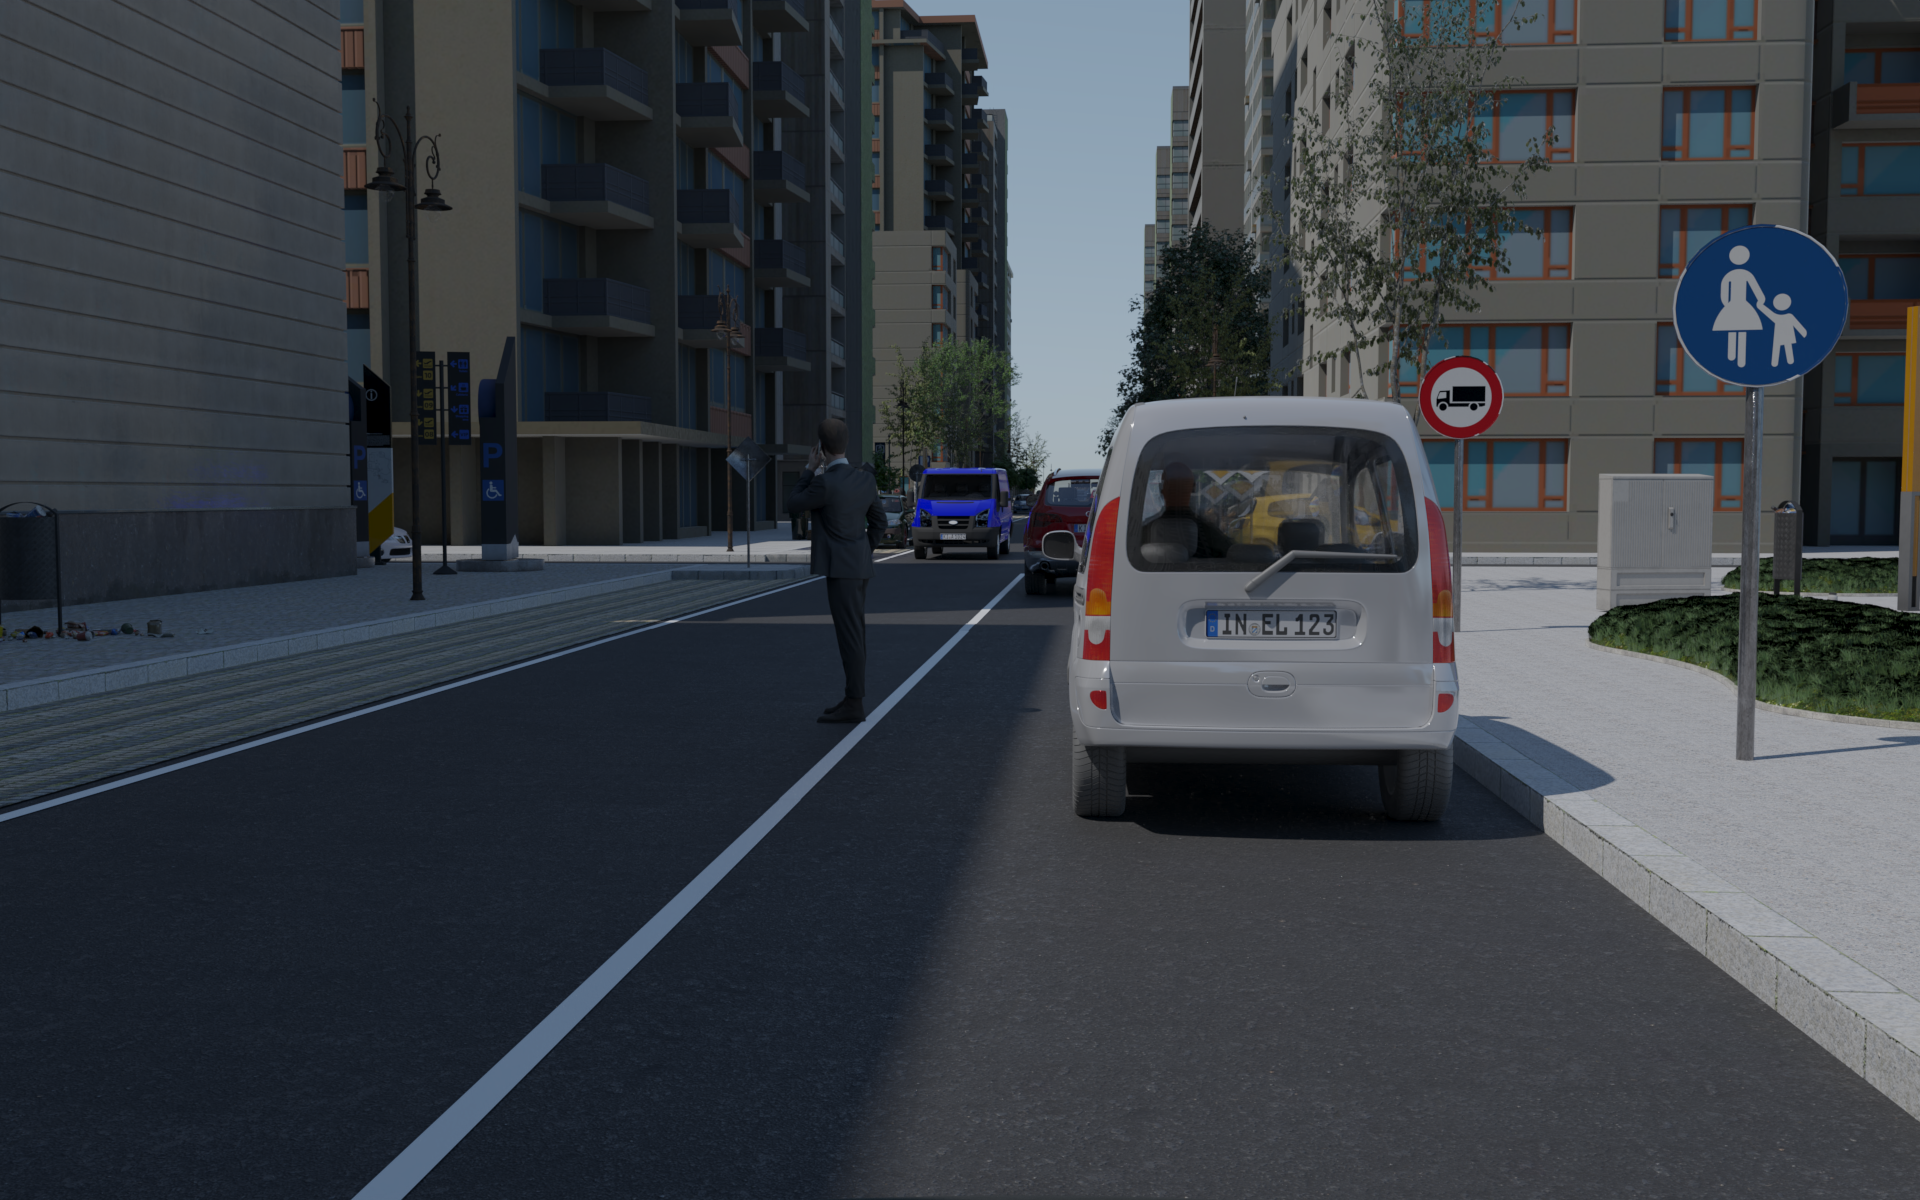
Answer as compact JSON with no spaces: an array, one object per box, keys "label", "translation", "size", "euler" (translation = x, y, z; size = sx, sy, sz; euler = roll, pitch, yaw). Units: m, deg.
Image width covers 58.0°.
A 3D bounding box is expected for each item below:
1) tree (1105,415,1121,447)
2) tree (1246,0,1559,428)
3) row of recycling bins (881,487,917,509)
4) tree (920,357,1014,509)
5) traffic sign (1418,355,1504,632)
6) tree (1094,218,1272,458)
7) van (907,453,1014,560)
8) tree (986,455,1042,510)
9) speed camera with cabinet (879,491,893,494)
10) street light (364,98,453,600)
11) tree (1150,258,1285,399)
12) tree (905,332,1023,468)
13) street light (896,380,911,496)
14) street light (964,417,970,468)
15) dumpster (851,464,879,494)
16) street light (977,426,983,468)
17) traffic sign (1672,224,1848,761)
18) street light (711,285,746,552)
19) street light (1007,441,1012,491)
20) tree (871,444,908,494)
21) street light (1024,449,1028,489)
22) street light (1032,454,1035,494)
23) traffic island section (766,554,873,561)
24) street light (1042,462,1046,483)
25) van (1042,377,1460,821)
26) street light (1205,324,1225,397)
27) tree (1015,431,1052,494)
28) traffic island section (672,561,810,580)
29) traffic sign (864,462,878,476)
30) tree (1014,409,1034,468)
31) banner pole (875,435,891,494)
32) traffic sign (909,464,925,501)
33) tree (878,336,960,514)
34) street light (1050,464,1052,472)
[{"label":"tree","translation":[20.058,-16.507,195.640],"size":[9.928,11.665,9.643],"euler":[0,3,0]},{"label":"tree","translation":[5.737,-4.404,22.370],"size":[4.360,8.622,3.978],"euler":[0,3,0]},{"label":"row of recycling bins","translation":[-4.210,-6.120,107.167],"size":[3.534,1.692,1.069],"euler":[1,4,15]},{"label":"tree","translation":[-0.155,-8.737,93.209],"size":[4.360,8.622,3.978],"euler":[0,3,0]},{"label":"traffic sign","translation":[4.609,-0.973,16.015],"size":[0.768,2.556,0.104],"euler":[0,4,5]},{"label":"tree","translation":[10.393,-9.484,72.077],"size":[9.611,12.733,9.660],"euler":[0,3,0]},{"label":"van","translation":[0.101,-2.163,39.747],"size":[2.240,2.365,5.245],"euler":[0,4,6]},{"label":"tree","translation":[3.542,-9.585,140.429],"size":[4.285,4.588,4.351],"euler":[0,3,0]},{"label":"speed camera with cabinet","translation":[-4.685,-7.106,110.525],"size":[0.660,3.252,2.038],"euler":[2,4,32]},{"label":"street light","translation":[-6.563,-2.935,20.779],"size":[0.468,5.910,1.993],"euler":[0,4,5]},{"label":"tree","translation":[8.132,-6.410,55.164],"size":[4.737,8.622,4.395],"euler":[0,3,0]},{"label":"tree","translation":[0.088,-11.286,110.287],"size":[9.928,11.665,9.643],"euler":[0,3,0]},{"label":"street light","translation":[-2.295,-5.963,70.289],"size":[0.468,5.910,1.993],"euler":[0,4,5]},{"label":"street light","translation":[0.385,-7.915,102.196],"size":[0.468,5.910,1.993],"euler":[0,4,5]},{"label":"dumpster","translation":[-3.524,-3.313,56.655],"size":[1.502,2.255,1.985],"euler":[0,4,5]},{"label":"street light","translation":[1.358,-8.717,115.302],"size":[0.468,5.910,1.993],"euler":[0,4,5]},{"label":"traffic sign","translation":[3.790,-0.500,8.286],"size":[0.768,2.556,0.104],"euler":[1,4,14]},{"label":"street light","translation":[-5.116,-4.013,38.393],"size":[0.468,5.910,1.993],"euler":[0,4,5]},{"label":"street light","translation":[4.169,-10.667,147.199],"size":[0.468,5.910,1.993],"euler":[0,4,5]},{"label":"tree","translation":[-3.072,-4.373,66.096],"size":[1.663,3.219,1.824],"euler":[0,3,0]},{"label":"street light","translation":[6.873,-12.619,179.104],"size":[0.468,5.910,1.993],"euler":[0,4,5]},{"label":"street light","translation":[8.392,-13.758,197.735],"size":[0.468,5.910,1.993],"euler":[0,4,5]},{"label":"traffic island section","translation":[-3.029,-0.968,38.108],"size":[2.009,0.180,2.903],"euler":[0,4,5]},{"label":"street light","translation":[11.119,-15.741,230.149],"size":[0.468,5.910,1.993],"euler":[0,4,5]},{"label":"van","translation":[1.418,-0.122,9.015],"size":[2.013,2.044,4.112],"euler":[0,4,4]},{"label":"street light","translation":[6.926,-4.550,47.172],"size":[0.468,5.910,1.993],"euler":[0,4,5]},{"label":"tree","translation":[8.492,-15.367,201.615],"size":[4.737,8.622,4.395],"euler":[0,3,0]},{"label":"traffic island section","translation":[-3.700,-0.481,30.151],"size":[2.009,0.180,2.903],"euler":[0,4,5]},{"label":"traffic sign","translation":[-3.316,-3.698,61.646],"size":[0.795,2.450,0.064],"euler":[1,4,10]},{"label":"tree","translation":[4.472,-12.276,151.067],"size":[4.360,8.622,3.978],"euler":[0,3,0]},{"label":"banner pole","translation":[-3.219,-5.095,73.325],"size":[0.863,3.779,0.401],"euler":[0,4,5]},{"label":"traffic sign","translation":[-1.809,-4.503,73.728],"size":[0.768,2.556,0.104],"euler":[1,4,9]},{"label":"tree","translation":[-2.092,-8.009,81.306],"size":[4.737,8.622,4.395],"euler":[0,3,0]},{"label":"street light","translation":[13.799,-17.692,262.056],"size":[0.468,5.910,1.993],"euler":[0,4,5]}]
